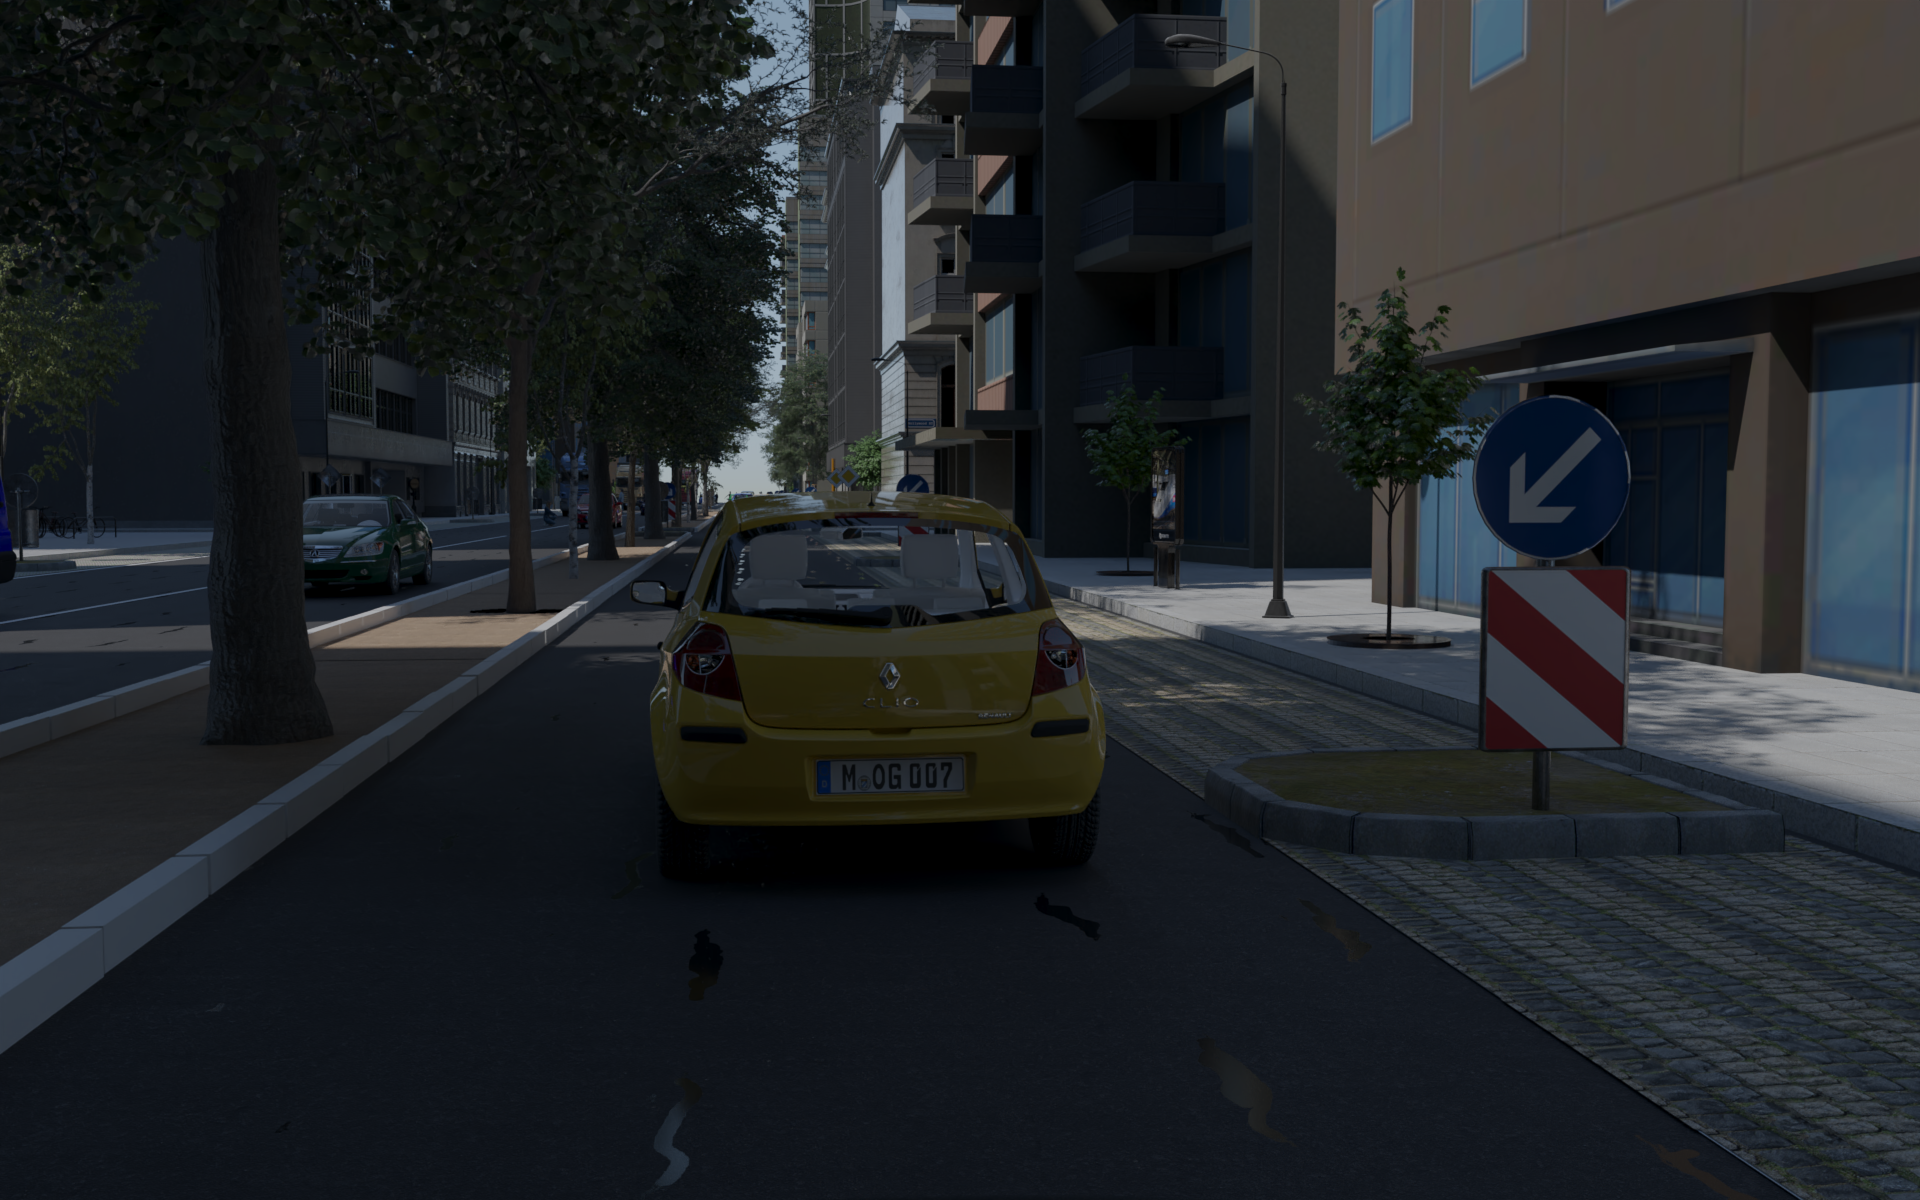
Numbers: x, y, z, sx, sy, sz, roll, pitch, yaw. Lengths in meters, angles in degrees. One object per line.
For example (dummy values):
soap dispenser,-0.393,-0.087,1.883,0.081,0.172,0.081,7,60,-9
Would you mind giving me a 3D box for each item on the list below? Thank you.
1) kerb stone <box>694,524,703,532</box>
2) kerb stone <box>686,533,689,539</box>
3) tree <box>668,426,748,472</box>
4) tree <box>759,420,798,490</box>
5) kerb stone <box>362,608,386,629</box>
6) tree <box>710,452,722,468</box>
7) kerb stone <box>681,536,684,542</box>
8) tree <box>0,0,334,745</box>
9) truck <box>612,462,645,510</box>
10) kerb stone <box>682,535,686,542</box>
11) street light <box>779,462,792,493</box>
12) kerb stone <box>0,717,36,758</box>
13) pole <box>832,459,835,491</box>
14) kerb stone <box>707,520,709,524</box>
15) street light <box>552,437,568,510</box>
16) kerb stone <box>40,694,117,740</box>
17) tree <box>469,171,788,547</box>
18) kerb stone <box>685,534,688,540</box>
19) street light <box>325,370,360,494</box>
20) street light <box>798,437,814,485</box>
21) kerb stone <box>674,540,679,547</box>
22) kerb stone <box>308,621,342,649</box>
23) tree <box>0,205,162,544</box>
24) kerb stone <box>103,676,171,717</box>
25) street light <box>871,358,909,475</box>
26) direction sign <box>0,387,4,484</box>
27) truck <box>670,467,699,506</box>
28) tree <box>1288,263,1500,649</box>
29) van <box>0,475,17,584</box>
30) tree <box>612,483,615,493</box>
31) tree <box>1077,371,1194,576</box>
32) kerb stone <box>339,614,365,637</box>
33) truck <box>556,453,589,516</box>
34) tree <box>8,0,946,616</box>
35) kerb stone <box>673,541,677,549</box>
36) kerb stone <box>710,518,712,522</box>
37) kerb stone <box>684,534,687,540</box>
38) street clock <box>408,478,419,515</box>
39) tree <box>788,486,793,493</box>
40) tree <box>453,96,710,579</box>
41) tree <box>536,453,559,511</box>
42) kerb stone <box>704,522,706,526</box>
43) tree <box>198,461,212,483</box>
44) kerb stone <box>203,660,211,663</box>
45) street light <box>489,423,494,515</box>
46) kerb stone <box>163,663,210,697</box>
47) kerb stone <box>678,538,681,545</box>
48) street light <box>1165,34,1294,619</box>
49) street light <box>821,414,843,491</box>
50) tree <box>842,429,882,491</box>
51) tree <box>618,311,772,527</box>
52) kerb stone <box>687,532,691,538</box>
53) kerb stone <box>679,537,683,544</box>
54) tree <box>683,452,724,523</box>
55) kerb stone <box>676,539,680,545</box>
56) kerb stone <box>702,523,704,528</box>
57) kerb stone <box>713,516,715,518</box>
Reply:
kerb stone,-10.449,-2.881,69.302,0.120,0.150,1.000,0,4,-7
kerb stone,-8.521,-1.916,53.518,0.120,0.150,1.000,0,4,-7
tree,-20.101,-12.693,135.740,9.928,11.665,9.643,0,3,0
tree,-21.284,-18.847,225.155,9.611,12.733,9.660,0,3,0
kerb stone,-6.372,0.221,18.632,0.120,0.150,1.000,0,4,-7
tree,-17.642,-10.146,118.710,4.737,8.622,4.395,0,3,0
kerb stone,-8.018,-1.666,49.448,0.120,0.150,1.000,0,4,-7
tree,-4.017,-6.145,9.591,9.857,13.997,8.962,0,3,0
truck,-29.300,-10.193,155.561,2.839,4.237,11.283,0,4,-5
kerb stone,-8.145,-1.729,50.463,0.120,0.150,1.000,0,4,-7
street light,-21.707,-15.004,217.850,1.470,5.913,1.316,0,4,-7
kerb stone,-5.253,0.777,9.489,0.120,0.150,1.000,0,4,-7
pole,-7.269,-6.468,99.596,0.158,3.312,0.155,0,3,0
kerb stone,-11.574,-3.441,78.454,0.120,0.150,1.000,0,4,-7
street light,-32.492,-10.285,140.707,1.470,5.913,1.316,0,4,-7
kerb stone,-5.375,0.719,10.507,0.120,0.150,1.000,0,4,-7
tree,-8.843,-6.663,45.815,8.767,10.594,7.601,0,4,-7
kerb stone,-8.393,-1.846,52.504,0.120,0.150,1.000,0,4,-7
street light,-23.200,-5.656,65.019,1.470,5.913,1.316,0,4,-7
street light,-12.579,-10.354,141.837,1.470,5.913,1.316,0,4,-7
kerb stone,-7.520,-1.411,45.372,0.120,0.150,1.000,0,4,-7
kerb stone,-6.124,0.342,16.599,0.120,0.150,1.000,0,4,-7
tree,-22.551,-5.742,44.248,4.737,8.622,4.395,0,3,0
kerb stone,-5.497,0.653,11.522,0.120,0.150,1.000,0,4,-7
street light,-2.335,-5.298,59.156,1.470,5.913,1.316,0,4,-7
direction sign,-20.105,-2.712,36.345,0.379,3.537,0.876,-2,4,-27
truck,-28.318,-11.606,178.663,2.839,4.237,11.283,0,4,-8
tree,3.663,-1.222,14.581,1.663,3.219,1.824,0,3,0
van,-12.161,-0.858,18.410,2.240,2.365,5.245,0,4,-6
tree,-42.670,-13.480,214.999,1.663,3.219,1.824,0,3,0
tree,2.604,-2.012,27.491,1.663,3.219,1.824,0,3,0
kerb stone,-6.249,0.280,17.617,0.120,0.150,1.000,0,4,-7
truck,-25.280,-7.873,118.475,2.967,4.110,18.799,0,4,-7
tree,-5.318,-6.588,20.541,12.009,13.543,11.850,0,3,0
kerb stone,-7.400,-1.354,44.357,0.120,0.150,1.000,0,4,-7
kerb stone,-12.319,-3.813,84.586,0.120,0.150,1.000,0,4,-7
kerb stone,-8.271,-1.791,51.477,0.120,0.150,1.000,0,4,-7
street clock,-25.225,-4.612,79.975,0.358,2.002,0.471,3,5,41
tree,-22.494,-14.576,232.924,1.663,3.219,1.824,0,3,0
tree,-6.555,-4.663,29.059,4.737,8.622,4.395,0,3,0
tree,-32.352,-9.074,132.070,4.285,4.588,4.351,0,3,0
kerb stone,-10.944,-3.126,73.361,0.120,0.150,1.000,0,4,-7
tree,-22.351,-3.607,53.582,1.663,3.219,1.824,0,3,0
kerb stone,-5.744,0.529,13.551,0.120,0.150,1.000,0,4,-7
street light,-28.197,-8.172,106.151,1.470,5.913,1.316,0,4,-7
kerb stone,-5.632,0.599,12.536,0.120,0.150,1.000,0,4,-7
kerb stone,-7.780,-1.542,47.407,0.120,0.150,1.000,0,4,-7
street light,2.763,-2.765,17.744,1.470,5.913,1.316,0,4,-7
street light,-7.377,-7.840,100.731,1.470,5.913,1.316,0,4,-7
tree,-4.197,-6.294,86.620,4.285,4.588,4.351,0,3,0
tree,-11.643,-9.209,71.146,7.486,12.596,7.792,0,3,0
kerb stone,-8.642,-1.978,54.538,0.120,0.150,1.000,0,4,-7
kerb stone,-7.899,-1.602,48.433,0.120,0.150,1.000,0,4,-7
tree,-13.335,-8.076,84.860,4.360,8.622,3.978,0,3,0
kerb stone,-7.647,-1.480,46.387,0.120,0.150,1.000,0,4,-7
kerb stone,-10.570,-2.942,70.317,0.120,0.150,1.000,0,4,-7
kerb stone,-13.189,-4.251,91.699,0.120,0.150,1.000,0,4,-7
